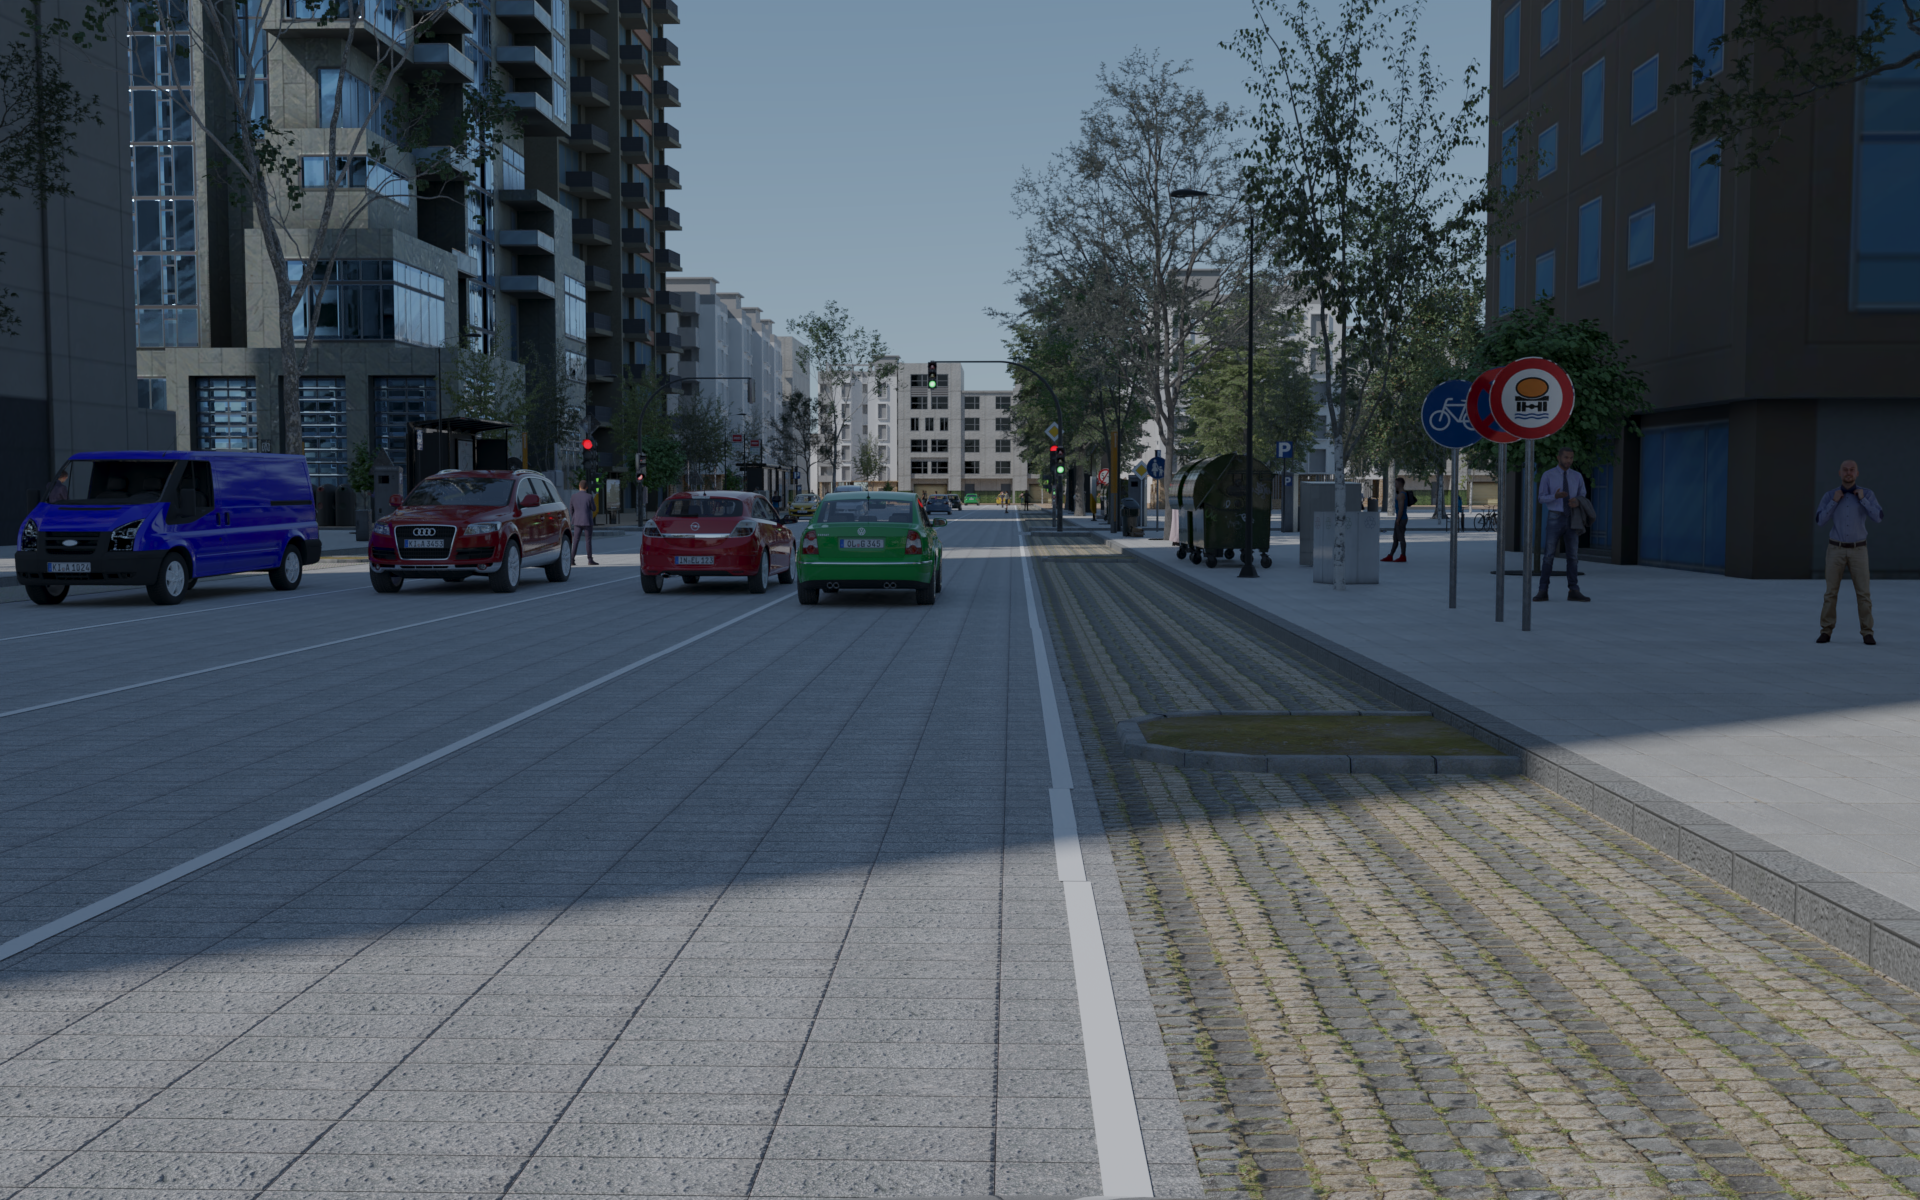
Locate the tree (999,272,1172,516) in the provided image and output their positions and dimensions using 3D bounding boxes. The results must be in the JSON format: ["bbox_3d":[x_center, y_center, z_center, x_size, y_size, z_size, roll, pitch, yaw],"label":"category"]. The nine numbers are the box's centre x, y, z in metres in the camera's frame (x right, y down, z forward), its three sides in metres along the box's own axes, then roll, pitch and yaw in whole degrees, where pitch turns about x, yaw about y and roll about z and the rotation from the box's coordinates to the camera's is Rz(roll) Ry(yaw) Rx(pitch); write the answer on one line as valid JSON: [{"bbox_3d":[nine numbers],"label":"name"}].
[{"bbox_3d":[7.029,-11.797,99.538,9.857,13.997,8.962,0,3,0],"label":"tree"}]

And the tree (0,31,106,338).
[{"bbox_3d":[-16.526,-5.449,23.503,7.601,10.594,8.767,1,4,17],"label":"tree"}]

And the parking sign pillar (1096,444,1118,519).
[{"bbox_3d":[7.756,-6.186,89.617,1.447,3.967,1.447,-1,4,-23],"label":"parking sign pillar"}]

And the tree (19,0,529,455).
[{"bbox_3d":[-14.440,-11.153,38.242,12.611,20.169,13.585,0,3,0],"label":"tree"}]

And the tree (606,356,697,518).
[{"bbox_3d":[-17.046,-8.744,93.323,4.737,8.622,4.395,0,3,0],"label":"tree"}]

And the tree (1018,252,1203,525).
[{"bbox_3d":[6.471,-8.986,72.676,9.928,11.665,9.643,0,3,0],"label":"tree"}]

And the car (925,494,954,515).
[{"bbox_3d":[-1.468,-6.632,120.443,2.014,1.417,4.499,0,4,1],"label":"car"}]

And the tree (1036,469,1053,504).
[{"bbox_3d":[10.267,-16.063,212.999,4.737,8.622,4.395,0,3,0],"label":"tree"}]

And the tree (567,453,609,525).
[{"bbox_3d":[-15.124,-4.680,71.124,1.663,3.219,1.824,0,3,0],"label":"tree"}]

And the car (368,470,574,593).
[{"bbox_3d":[-7.452,-1.108,26.796,2.281,1.827,5.304,0,4,1],"label":"car"}]

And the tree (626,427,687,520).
[{"bbox_3d":[-15.023,-6.226,85.508,4.285,4.588,4.351,0,3,0],"label":"tree"}]

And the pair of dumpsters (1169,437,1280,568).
[{"bbox_3d":[4.814,-1.795,31.835,1.574,2.255,4.437,0,4,2],"label":"pair of dumpsters"}]

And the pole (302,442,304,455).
[{"bbox_3d":[-25.734,-4.522,67.770,0.158,3.312,0.155,0,3,0],"label":"pole"}]

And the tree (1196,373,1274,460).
[{"bbox_3d":[16.805,-9.622,107.685,4.737,8.622,4.395,0,3,0],"label":"tree"}]

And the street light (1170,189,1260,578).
[{"bbox_3d":[3.901,-3.301,26.520,1.470,5.913,1.316,0,4,2],"label":"street light"}]

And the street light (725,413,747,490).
[{"bbox_3d":[-12.959,-7.773,99.633,1.470,5.913,1.316,0,4,2],"label":"street light"}]

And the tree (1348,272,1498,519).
[{"bbox_3d":[24.785,-10.550,89.495,9.611,12.733,9.660,0,3,0],"label":"tree"}]

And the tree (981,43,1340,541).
[{"bbox_3d":[5.702,-8.397,47.666,12.009,13.543,11.850,0,3,0],"label":"tree"}]

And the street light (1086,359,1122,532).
[{"bbox_3d":[4.877,-5.285,58.958,1.470,5.913,1.316,0,4,2],"label":"street light"}]

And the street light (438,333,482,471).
[{"bbox_3d":[-14.492,-4.745,50.122,1.470,5.913,1.316,0,4,2],"label":"street light"}]

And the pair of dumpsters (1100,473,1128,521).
[{"bbox_3d":[7.453,-4.796,80.904,1.574,2.255,4.437,0,4,2],"label":"pair of dumpsters"}]

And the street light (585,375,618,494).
[{"bbox_3d":[-14.010,-5.808,67.501,1.470,5.913,1.316,0,4,2],"label":"street light"}]

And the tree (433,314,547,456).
[{"bbox_3d":[-19.526,-7.427,71.797,4.737,8.622,4.395,0,3,0],"label":"tree"}]

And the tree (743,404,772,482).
[{"bbox_3d":[-17.117,-11.626,140.452,4.360,8.622,3.978,0,3,0],"label":"tree"}]

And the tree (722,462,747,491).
[{"bbox_3d":[-13.697,-6.610,102.682,1.663,3.219,1.824,0,3,0],"label":"tree"}]

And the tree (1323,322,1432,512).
[{"bbox_3d":[30.723,-13.343,124.815,9.857,13.997,8.962,0,3,0],"label":"tree"}]

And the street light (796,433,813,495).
[{"bbox_3d":[-11.903,-9.751,131.971,1.470,5.913,1.316,0,4,2],"label":"street light"}]

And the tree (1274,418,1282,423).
[{"bbox_3d":[19.073,-10.013,114.070,4.737,8.622,4.395,0,3,0],"label":"tree"}]

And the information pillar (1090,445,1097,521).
[{"bbox_3d":[6.336,-5.558,82.233,0.183,3.616,0.504,2,4,30],"label":"information pillar"}]

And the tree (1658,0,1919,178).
[{"bbox_3d":[5.246,-4.485,7.740,7.601,10.594,8.767,-3,5,-41],"label":"tree"}]

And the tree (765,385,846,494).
[{"bbox_3d":[-13.240,-13.116,148.854,7.601,10.594,8.767,0,4,6],"label":"tree"}]

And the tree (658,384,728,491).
[{"bbox_3d":[-17.950,-10.089,115.309,4.360,8.622,3.978,0,3,0],"label":"tree"}]

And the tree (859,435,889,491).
[{"bbox_3d":[-10.944,-16.344,217.594,4.360,8.622,3.978,0,3,0],"label":"tree"}]

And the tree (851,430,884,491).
[{"bbox_3d":[-10.838,-15.301,200.525,4.737,8.622,4.395,0,3,0],"label":"tree"}]

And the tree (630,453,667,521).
[{"bbox_3d":[-14.657,-5.328,81.714,1.663,3.219,1.824,0,3,0],"label":"tree"}]

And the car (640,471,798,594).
[{"bbox_3d":[-3.610,-1.062,26.412,2.155,1.783,4.494,0,4,3],"label":"car"}]

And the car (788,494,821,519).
[{"bbox_3d":[-8.669,-5.370,98.019,2.015,1.641,3.980,0,4,2],"label":"car"}]

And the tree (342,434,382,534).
[{"bbox_3d":[-19.184,-3.742,55.780,1.663,3.219,1.824,0,3,0],"label":"tree"}]

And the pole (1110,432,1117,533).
[{"bbox_3d":[5.034,-3.840,56.629,0.158,3.312,0.155,0,3,0],"label":"pole"}]

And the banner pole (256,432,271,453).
[{"bbox_3d":[-27.997,-4.867,69.590,0.401,3.779,0.863,2,4,31],"label":"banner pole"}]

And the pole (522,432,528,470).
[{"bbox_3d":[-14.414,-3.888,57.412,0.158,3.312,0.155,0,3,0],"label":"pole"}]

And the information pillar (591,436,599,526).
[{"bbox_3d":[-14.733,-4.797,69.783,0.183,3.616,0.504,-3,4,-39],"label":"information pillar"}]

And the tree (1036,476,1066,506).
[{"bbox_3d":[9.805,-12.372,185.987,4.285,4.588,4.351,0,3,0],"label":"tree"}]

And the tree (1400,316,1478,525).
[{"bbox_3d":[20.325,-7.474,72.568,4.737,8.622,4.395,0,3,0],"label":"tree"}]

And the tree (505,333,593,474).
[{"bbox_3d":[-18.855,-7.896,79.467,4.360,8.622,3.978,0,3,0],"label":"tree"}]

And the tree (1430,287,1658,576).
[{"bbox_3d":[9.272,-2.680,27.527,4.285,4.588,4.351,0,3,0],"label":"tree"}]

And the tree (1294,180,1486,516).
[{"bbox_3d":[26.310,-15.081,102.466,12.611,20.169,13.585,0,3,0],"label":"tree"}]

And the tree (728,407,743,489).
[{"bbox_3d":[-18.192,-10.560,123.019,4.360,8.622,3.978,0,3,0],"label":"tree"}]

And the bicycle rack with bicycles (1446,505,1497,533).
[{"bbox_3d":[17.564,-2.744,58.243,2.852,0.926,2.925,0,4,4],"label":"bicycle rack with bicycles"}]

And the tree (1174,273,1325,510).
[{"bbox_3d":[14.556,-10.382,87.868,7.486,12.596,7.792,0,3,0],"label":"tree"}]

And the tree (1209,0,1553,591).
[{"bbox_3d":[5.181,-4.420,22.633,4.360,8.622,3.978,0,3,0],"label":"tree"}]

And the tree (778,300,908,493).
[{"bbox_3d":[-11.323,-19.030,167.025,12.611,20.169,13.585,0,3,0],"label":"tree"}]

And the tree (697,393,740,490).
[{"bbox_3d":[-18.203,-10.830,127.433,4.737,8.622,4.395,0,3,0],"label":"tree"}]
